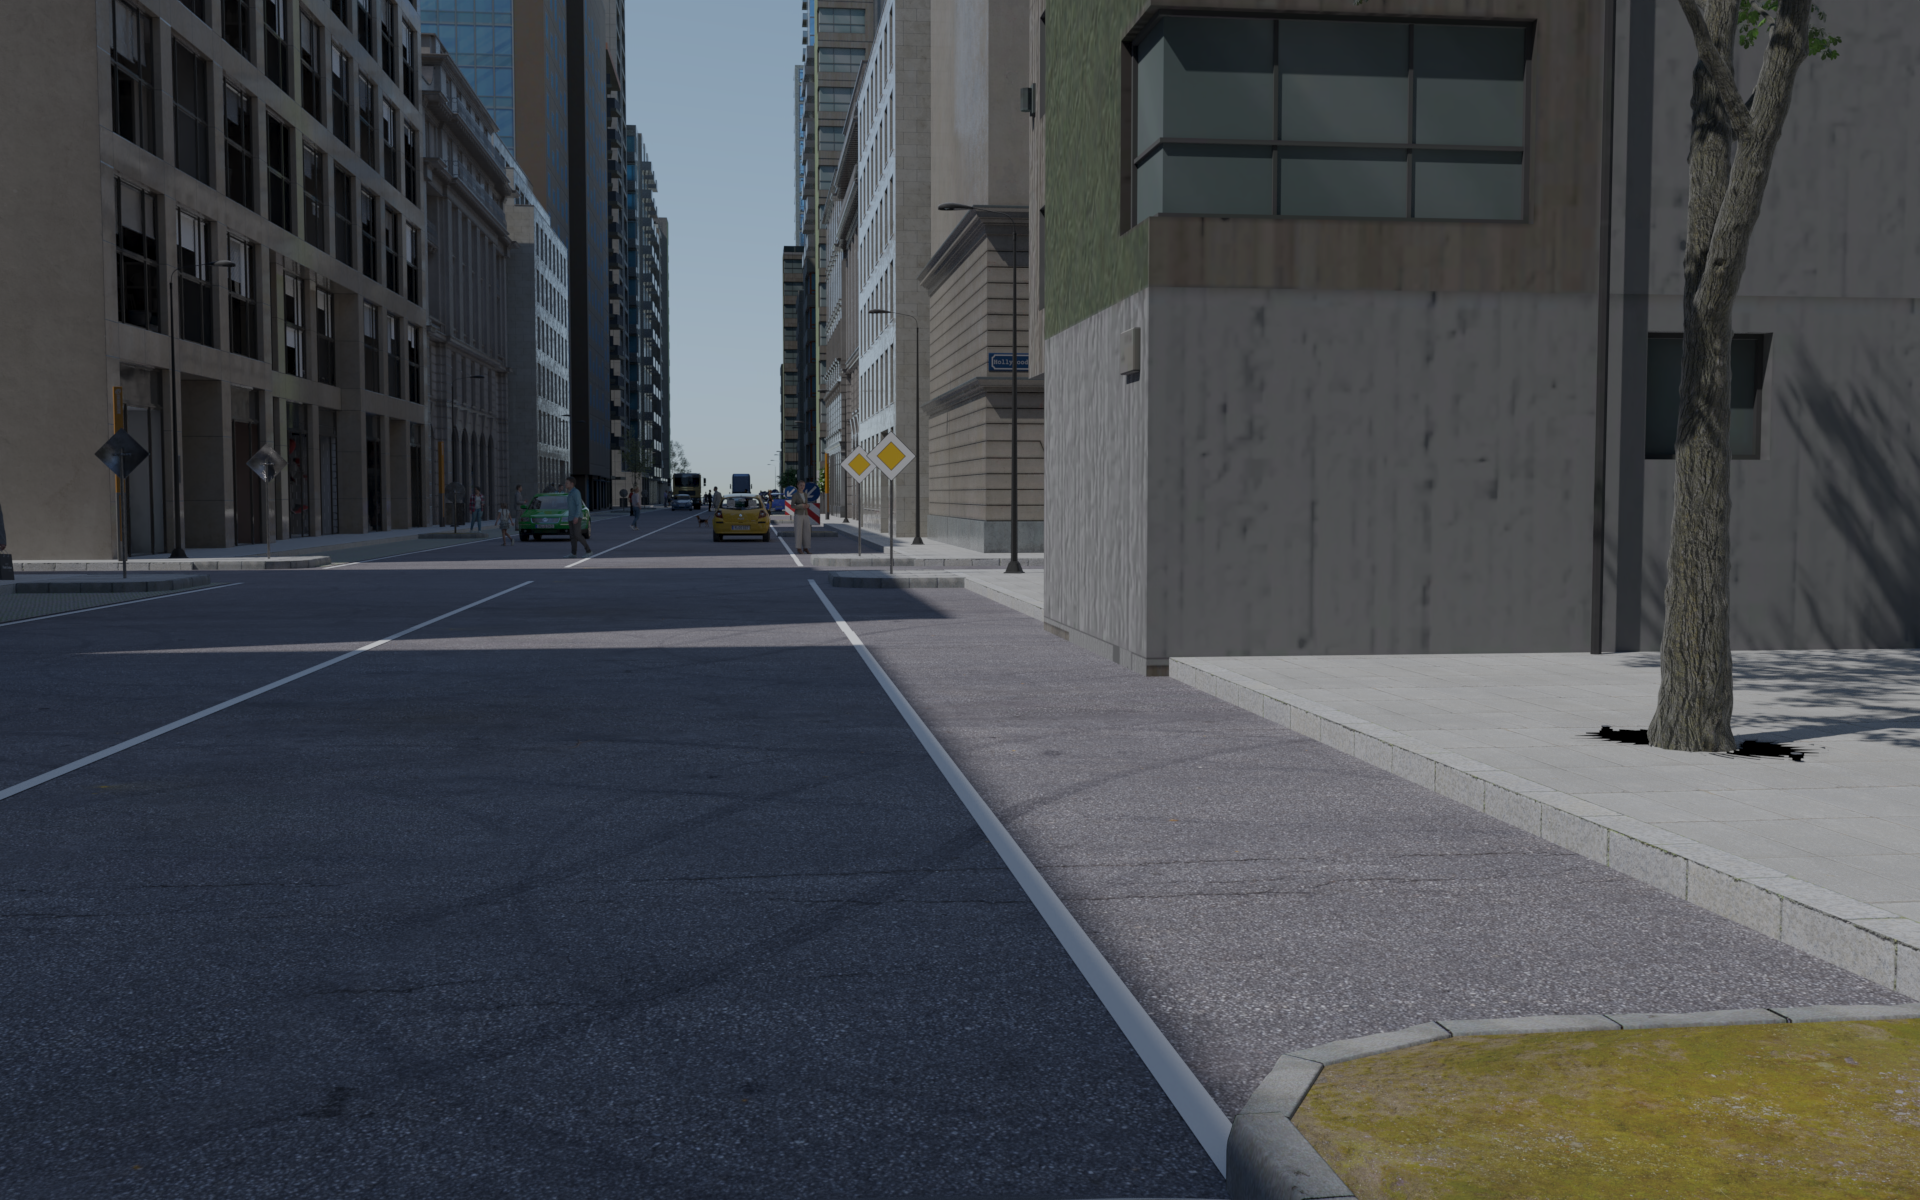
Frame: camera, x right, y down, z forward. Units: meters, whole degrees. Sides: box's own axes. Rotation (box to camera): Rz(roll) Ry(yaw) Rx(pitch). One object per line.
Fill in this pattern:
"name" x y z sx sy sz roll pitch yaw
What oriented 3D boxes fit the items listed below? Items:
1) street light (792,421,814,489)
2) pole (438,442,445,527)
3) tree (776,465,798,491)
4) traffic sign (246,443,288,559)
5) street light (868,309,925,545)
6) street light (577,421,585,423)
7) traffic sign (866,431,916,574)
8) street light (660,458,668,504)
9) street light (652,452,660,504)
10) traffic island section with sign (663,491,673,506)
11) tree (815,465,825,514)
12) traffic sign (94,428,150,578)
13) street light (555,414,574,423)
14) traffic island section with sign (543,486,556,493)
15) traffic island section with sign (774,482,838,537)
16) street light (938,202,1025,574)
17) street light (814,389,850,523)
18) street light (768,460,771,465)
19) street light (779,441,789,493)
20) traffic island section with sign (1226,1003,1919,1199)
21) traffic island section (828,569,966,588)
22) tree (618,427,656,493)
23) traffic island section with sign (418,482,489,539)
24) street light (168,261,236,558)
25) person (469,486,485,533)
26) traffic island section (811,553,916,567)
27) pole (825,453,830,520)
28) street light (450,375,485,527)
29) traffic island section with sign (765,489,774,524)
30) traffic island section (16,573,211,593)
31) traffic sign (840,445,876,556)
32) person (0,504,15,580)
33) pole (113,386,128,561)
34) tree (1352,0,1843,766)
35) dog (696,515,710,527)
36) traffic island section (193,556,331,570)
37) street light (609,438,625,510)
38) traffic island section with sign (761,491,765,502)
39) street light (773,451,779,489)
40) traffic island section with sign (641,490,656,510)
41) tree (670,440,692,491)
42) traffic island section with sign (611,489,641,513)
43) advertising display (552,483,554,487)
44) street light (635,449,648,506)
"street light" -9.825 -8.429 110.349 1.470 5.913 1.316 0 4 -7
"pole" -20.129 -4.489 67.245 0.158 3.312 0.155 0 3 0
"tree" -18.745 -12.825 193.398 4.285 4.588 4.351 0 3 0
"traffic sign" -13.681 -1.871 34.231 0.795 2.450 0.064 0 4 -7
"street light" -1.607 -4.349 43.648 1.470 5.913 1.316 0 4 -7
"street light" -24.441 -8.399 109.862 1.470 5.913 1.316 0 4 -7
"traffic sign" -1.101 -1.471 27.699 0.795 2.450 0.064 0 4 -7
"street light" -38.575 -15.479 225.628 1.470 5.913 1.316 0 4 -7
"street light" -34.472 -13.447 192.402 1.470 5.913 1.316 0 4 -7
"traffic island section with sign" -35.789 -12.604 214.701 1.989 1.847 2.006 0 4 -7
"tree" -8.899 -7.218 112.623 1.663 3.219 1.824 0 3 0
"traffic sign" -12.711 -1.386 26.304 0.795 2.450 0.064 0 4 -7
"street light" -23.368 -7.856 100.993 1.470 5.913 1.316 0 4 -7
"traffic island section with sign" -19.732 -4.577 83.464 1.989 1.847 2.006 0 4 -7
"traffic island section with sign" -5.166 -3.044 58.396 1.989 1.847 2.006 0 4 -7
"street light" 0.341 -3.381 27.825 1.470 5.913 1.316 0 4 -7
"street light" -5.611 -6.382 76.887 1.470 5.913 1.316 0 4 -7
"street light" -25.074 -16.092 235.651 1.470 5.913 1.316 0 4 -7
"street light" -14.937 -11.024 152.787 1.470 5.913 1.316 0 4 -7
"traffic island section with sign" 1.587 0.331 3.216 1.989 1.847 2.006 0 4 -7
"traffic island section" -1.078 -0.336 27.779 2.009 0.180 2.903 0 4 -7
"tree" -34.698 -14.384 185.539 4.360 8.622 3.978 0 3 0
"traffic island section with sign" -16.392 -2.908 56.174 1.989 1.847 2.006 0 4 -7
"street light" -15.106 -3.792 34.547 1.470 5.913 1.316 0 4 -7
"person" -17.641 -3.298 63.261 0.563 1.720 0.643 -2 4 -27
"traffic island section" -2.048 -0.821 35.705 2.009 0.180 2.903 0 4 -7
"pole" -6.619 -5.658 86.359 0.158 3.312 0.155 0 3 0
"street light" -19.267 -5.824 67.766 1.470 5.913 1.316 0 4 -7
"traffic island section with sign" -8.437 -4.680 85.153 1.989 1.847 2.006 0 4 -7
"traffic island section" -12.734 -0.250 26.363 2.009 0.180 2.903 0 4 -7
"traffic sign" -2.071 -1.956 35.625 0.795 2.450 0.064 0 4 -7
"person" -10.495 -0.607 18.611 0.709 1.800 0.728 -1 4 -11
"pole" -15.984 -2.392 32.958 0.158 3.312 0.155 0 3 0
"tree" 3.883 -5.053 8.380 9.928 11.665 9.643 0 3 0
"dog" -11.187 -3.430 75.367 0.540 0.507 0.406 -2 4 -28
"traffic island section" -13.704 -0.734 34.289 2.009 0.180 2.903 0 4 -7
"street light" -28.504 -10.483 143.933 1.470 5.913 1.316 0 4 -7
"traffic island section with sign" -14.501 -7.713 134.735 1.989 1.847 2.006 0 4 -7
"street light" -19.052 -13.077 186.350 1.470 5.913 1.316 0 4 -7
"traffic island section with sign" -29.146 -9.280 160.362 1.989 1.847 2.006 0 4 -7
"tree" -44.708 -20.337 266.919 7.601 10.594 8.767 0 4 1
"traffic island section with sign" -25.822 -7.623 133.260 1.989 1.847 2.006 0 4 -7
"advertising display" -22.899 -5.642 97.457 0.123 1.923 0.974 -1 4 -15
"street light" -32.617 -12.515 177.158 1.470 5.913 1.316 0 4 -7
